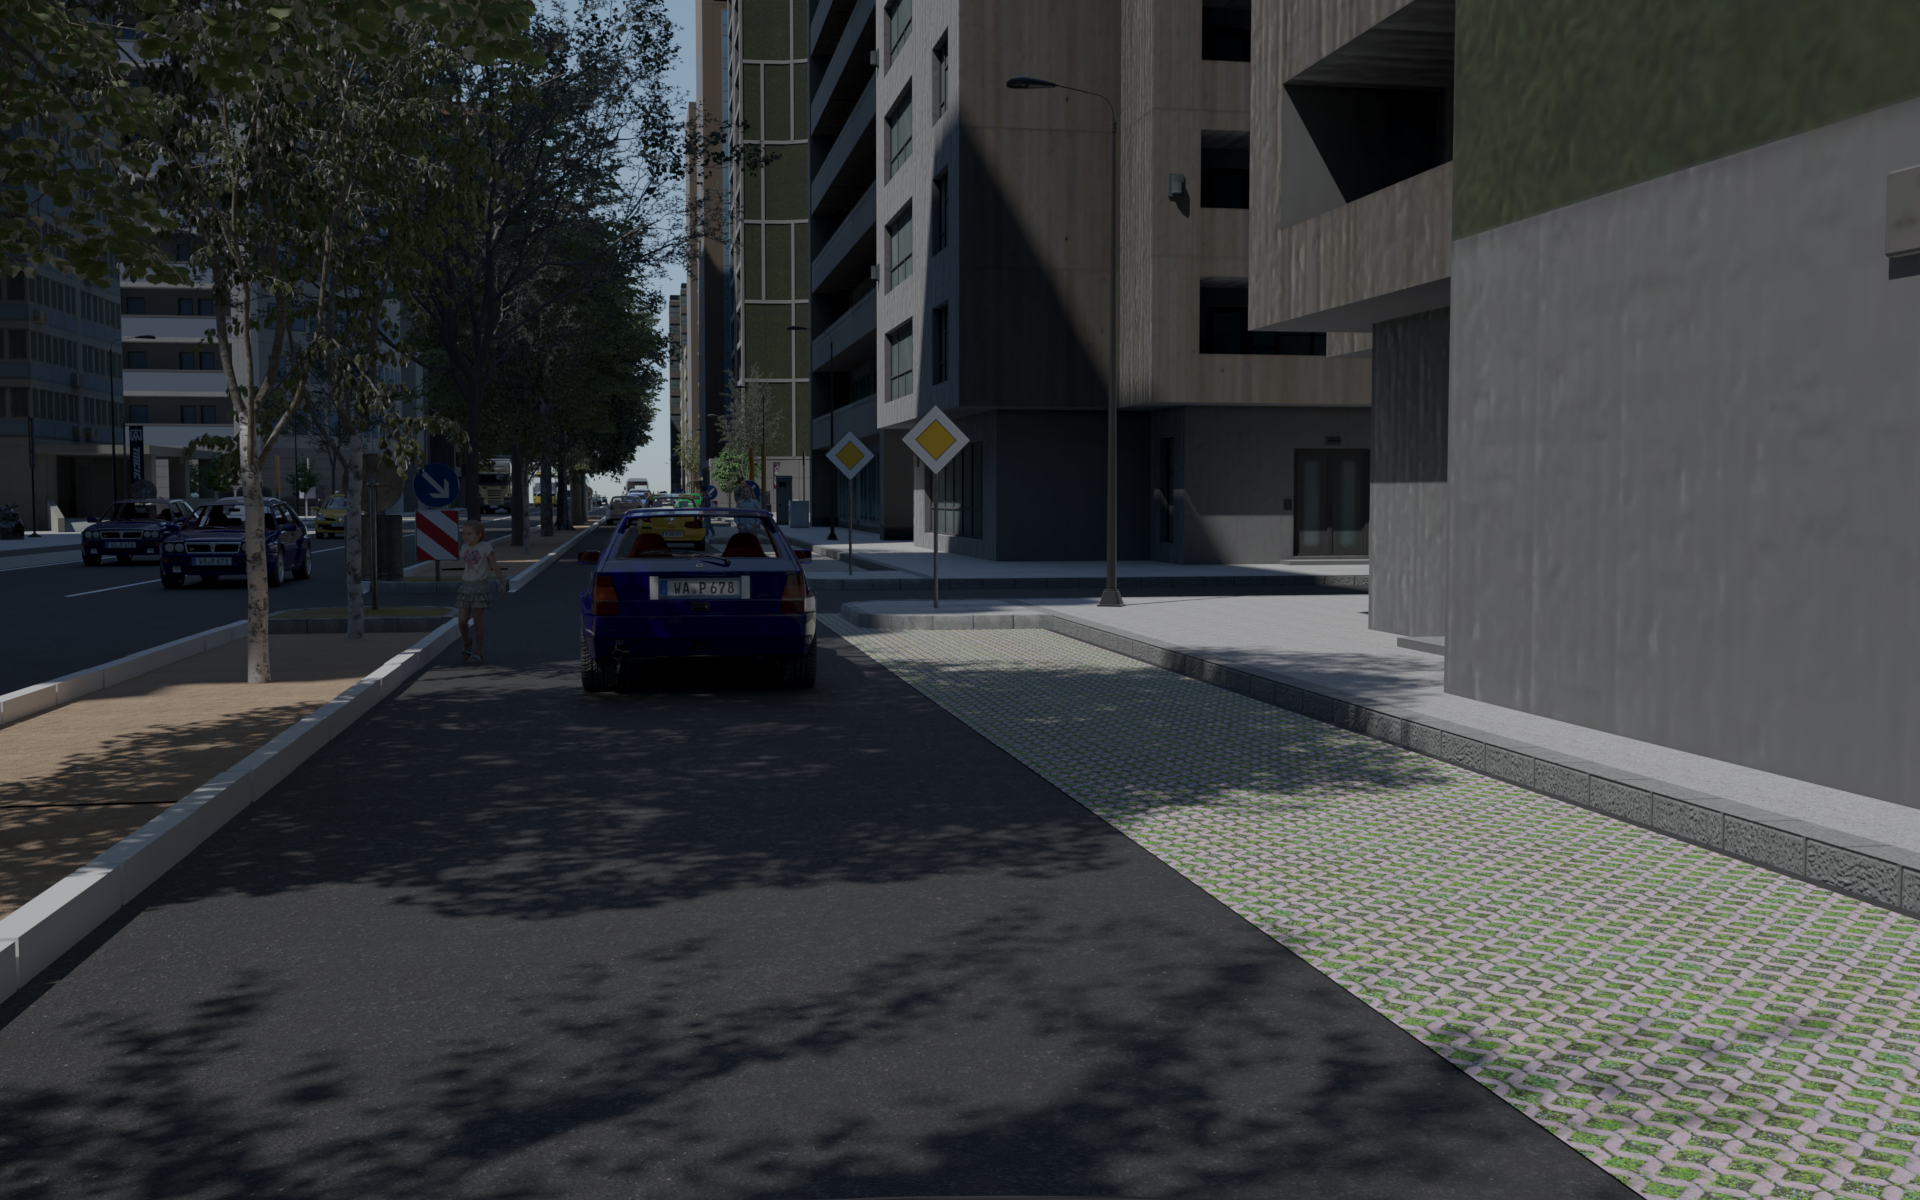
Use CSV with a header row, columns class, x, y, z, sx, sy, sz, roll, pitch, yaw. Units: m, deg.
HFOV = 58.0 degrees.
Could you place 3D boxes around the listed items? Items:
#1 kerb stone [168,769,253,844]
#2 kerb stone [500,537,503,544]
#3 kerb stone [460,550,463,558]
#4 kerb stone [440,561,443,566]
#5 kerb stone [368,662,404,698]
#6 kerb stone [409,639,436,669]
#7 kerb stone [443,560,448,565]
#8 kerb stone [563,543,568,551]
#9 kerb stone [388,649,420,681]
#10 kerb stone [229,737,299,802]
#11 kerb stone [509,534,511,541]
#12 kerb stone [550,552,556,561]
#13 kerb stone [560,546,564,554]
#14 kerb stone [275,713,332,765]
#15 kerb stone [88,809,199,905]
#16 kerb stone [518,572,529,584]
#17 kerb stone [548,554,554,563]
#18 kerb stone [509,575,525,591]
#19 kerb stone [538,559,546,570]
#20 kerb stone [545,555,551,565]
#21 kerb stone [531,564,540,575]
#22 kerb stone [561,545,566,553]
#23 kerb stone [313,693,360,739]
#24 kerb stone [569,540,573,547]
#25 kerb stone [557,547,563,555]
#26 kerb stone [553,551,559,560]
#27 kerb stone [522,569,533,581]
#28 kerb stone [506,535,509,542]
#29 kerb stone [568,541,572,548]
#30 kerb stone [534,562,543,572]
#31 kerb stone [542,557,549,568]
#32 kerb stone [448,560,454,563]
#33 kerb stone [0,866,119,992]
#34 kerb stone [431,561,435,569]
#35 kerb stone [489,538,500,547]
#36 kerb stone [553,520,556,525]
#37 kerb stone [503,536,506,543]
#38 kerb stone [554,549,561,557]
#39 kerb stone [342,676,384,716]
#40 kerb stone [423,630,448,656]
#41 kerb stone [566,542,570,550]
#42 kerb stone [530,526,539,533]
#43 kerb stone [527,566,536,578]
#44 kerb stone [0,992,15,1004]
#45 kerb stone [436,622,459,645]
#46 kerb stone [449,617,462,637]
class,x,y,z,sx,sy,sz,roll,pitch,yaw
kerb stone,-3.254,0.898,7.520,0.120,0.150,1.000,-1,4,-10
kerb stone,-13.087,-1.638,48.974,0.120,0.150,1.000,-1,4,-10
kerb stone,-11.033,-0.960,37.896,0.120,0.150,1.000,-1,4,-10
kerb stone,-10.281,-0.712,33.871,0.120,0.150,1.000,-1,4,-10
kerb stone,-4.182,0.591,12.562,0.120,0.150,1.000,-1,4,-10
kerb stone,-4.554,0.467,14.576,0.120,0.150,1.000,-1,4,-10
kerb stone,-10.469,-0.776,34.875,0.120,0.150,1.000,-1,4,-10
kerb stone,-9.710,-1.230,42.314,0.120,0.150,1.000,-1,4,-10
kerb stone,-4.378,0.528,13.569,0.120,0.150,1.000,-1,4,-10
kerb stone,-3.435,0.835,8.537,0.120,0.150,1.000,-1,4,-10
kerb stone,-13.655,-1.820,51.998,0.120,0.150,1.000,-1,4,-10
kerb stone,-8.594,-0.861,36.270,0.120,0.150,1.000,-1,4,-10
kerb stone,-9.348,-1.107,40.295,0.120,0.150,1.000,-1,4,-10
kerb stone,-3.627,0.776,9.541,0.120,0.150,1.000,-1,4,-10
kerb stone,-3.061,0.959,6.509,0.120,0.150,1.000,-1,4,-10
kerb stone,-6.908,-0.304,27.202,0.120,0.150,1.000,-1,4,-10
kerb stone,-8.405,-0.799,35.266,0.120,0.150,1.000,-1,4,-10
kerb stone,-6.719,-0.245,26.194,0.120,0.150,1.000,-1,4,-10
kerb stone,-7.846,-0.614,32.237,0.120,0.150,1.000,-1,4,-10
kerb stone,-8.223,-0.738,34.258,0.120,0.150,1.000,-1,4,-10
kerb stone,-7.470,-0.491,30.227,0.120,0.150,1.000,-1,4,-10
kerb stone,-9.534,-1.163,41.301,0.120,0.150,1.000,-1,4,-10
kerb stone,-3.811,0.715,10.547,0.120,0.150,1.000,-1,4,-10
kerb stone,-10.273,-1.415,45.328,0.120,0.150,1.000,-1,4,-10
kerb stone,-9.153,-1.045,39.285,0.120,0.150,1.000,-1,4,-10
kerb stone,-8.778,-0.916,37.276,0.120,0.150,1.000,-1,4,-10
kerb stone,-7.097,-0.368,28.215,0.120,0.150,1.000,-1,4,-10
kerb stone,-13.460,-1.761,50.985,0.120,0.150,1.000,-1,4,-10
kerb stone,-10.085,-1.353,44.323,0.120,0.150,1.000,-1,4,-10
kerb stone,-7.658,-0.553,31.232,0.120,0.150,1.000,-1,4,-10
kerb stone,-8.026,-0.676,33.252,0.120,0.150,1.000,-1,4,-10
kerb stone,-10.651,-0.837,35.885,0.120,0.150,1.000,-1,4,-10
kerb stone,-2.874,1.022,5.493,0.120,0.150,1.000,-1,4,-10
kerb stone,-10.091,-0.652,32.864,0.120,0.150,1.000,-1,4,-10
kerb stone,-12.905,-1.576,47.968,0.120,0.150,1.000,-1,4,-10
kerb stone,-19.842,-3.858,85.277,0.120,0.150,1.000,-1,4,-10
kerb stone,-13.280,-1.699,49.979,0.120,0.150,1.000,-1,4,-10
kerb stone,-8.960,-0.984,38.281,0.120,0.150,1.000,-1,4,-10
kerb stone,-3.999,0.651,11.556,0.120,0.150,1.000,-1,4,-10
kerb stone,-4.746,0.404,15.583,0.120,0.150,1.000,-1,4,-10
kerb stone,-9.906,-1.290,43.317,0.120,0.150,1.000,-1,4,-10
kerb stone,-16.270,-2.686,66.110,0.120,0.150,1.000,-1,4,-10
kerb stone,-7.283,-0.427,29.220,0.120,0.150,1.000,-1,4,-10
kerb stone,-2.687,1.087,4.488,0.120,0.150,1.000,-1,4,-10
kerb stone,-4.939,0.343,16.588,0.120,0.150,1.000,-1,4,-10
kerb stone,-5.119,0.286,17.595,0.120,0.150,1.000,-1,4,-10
